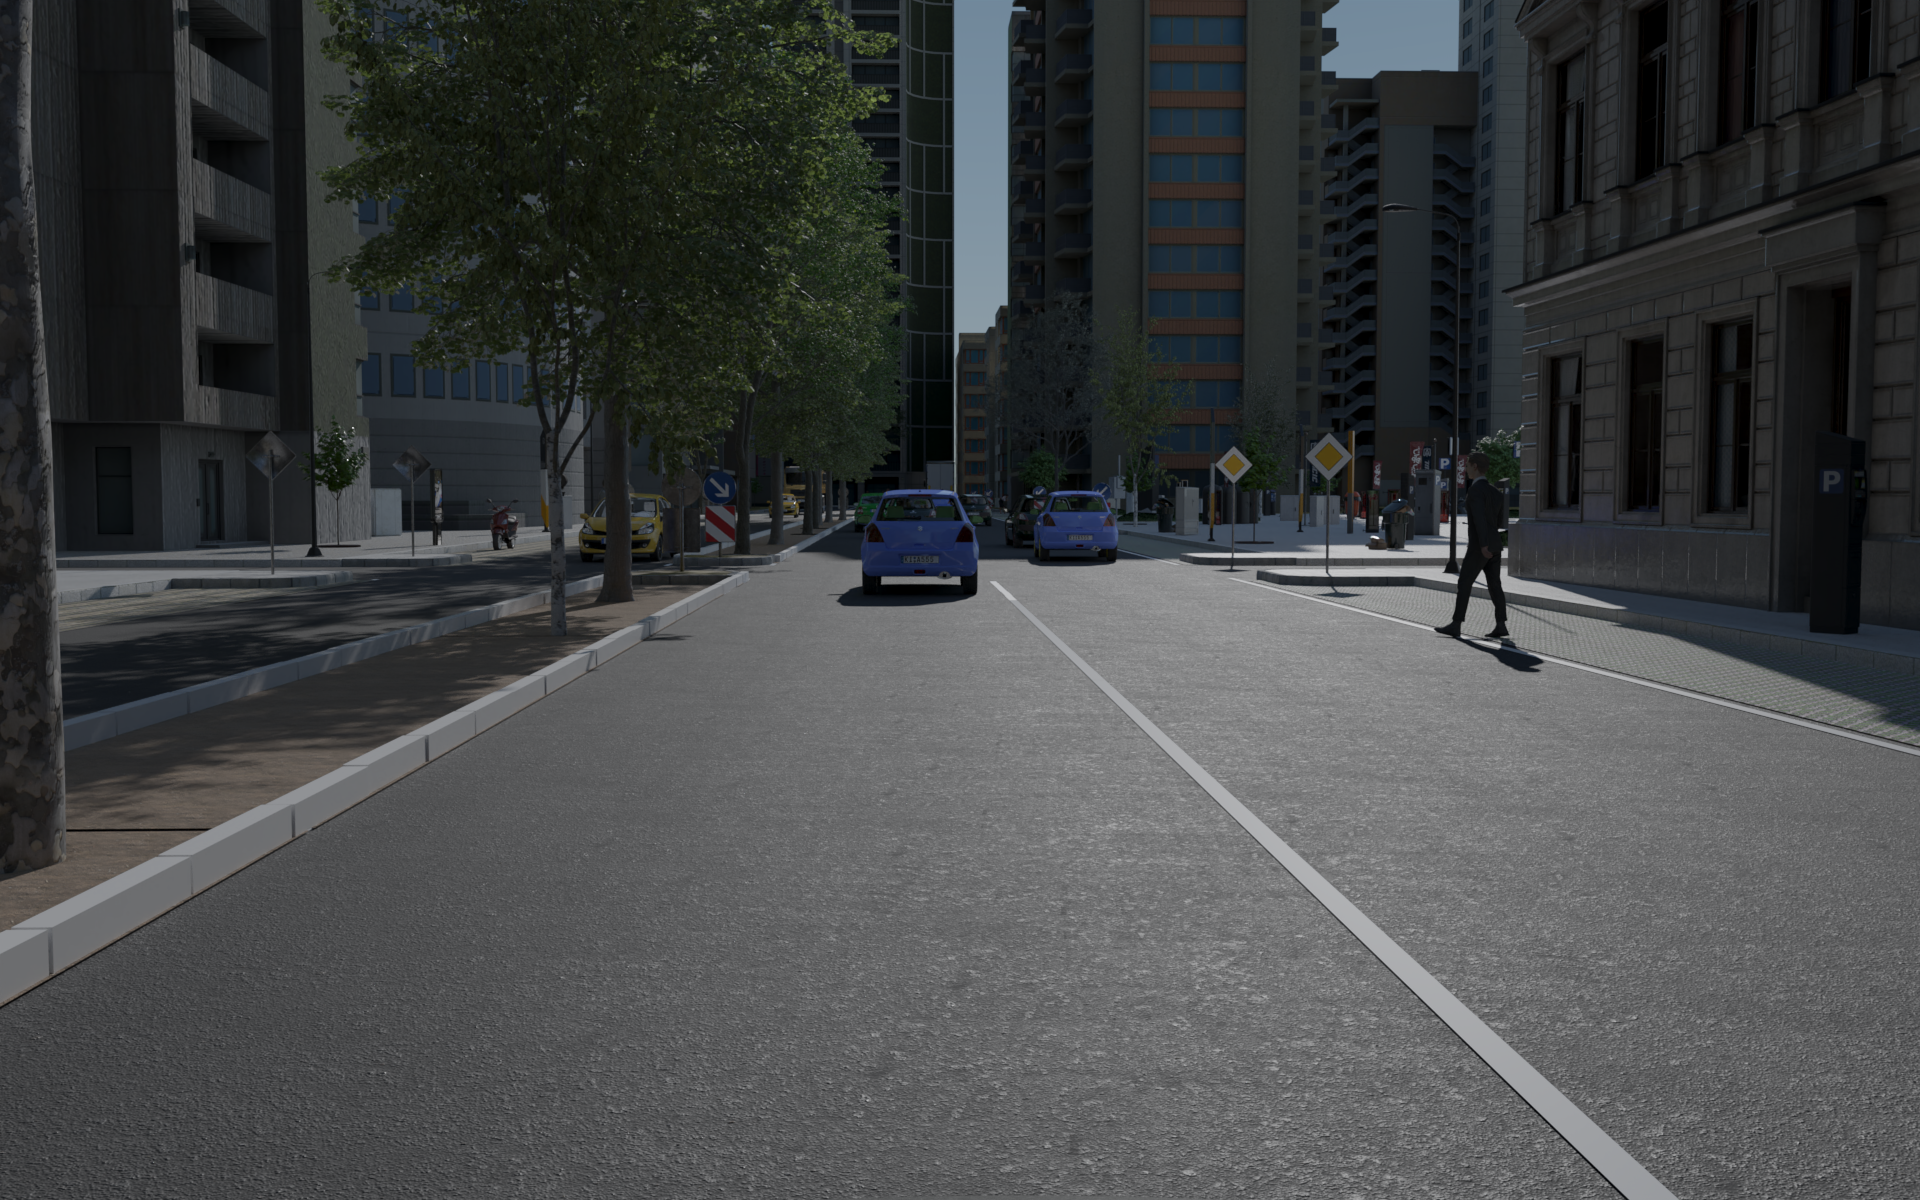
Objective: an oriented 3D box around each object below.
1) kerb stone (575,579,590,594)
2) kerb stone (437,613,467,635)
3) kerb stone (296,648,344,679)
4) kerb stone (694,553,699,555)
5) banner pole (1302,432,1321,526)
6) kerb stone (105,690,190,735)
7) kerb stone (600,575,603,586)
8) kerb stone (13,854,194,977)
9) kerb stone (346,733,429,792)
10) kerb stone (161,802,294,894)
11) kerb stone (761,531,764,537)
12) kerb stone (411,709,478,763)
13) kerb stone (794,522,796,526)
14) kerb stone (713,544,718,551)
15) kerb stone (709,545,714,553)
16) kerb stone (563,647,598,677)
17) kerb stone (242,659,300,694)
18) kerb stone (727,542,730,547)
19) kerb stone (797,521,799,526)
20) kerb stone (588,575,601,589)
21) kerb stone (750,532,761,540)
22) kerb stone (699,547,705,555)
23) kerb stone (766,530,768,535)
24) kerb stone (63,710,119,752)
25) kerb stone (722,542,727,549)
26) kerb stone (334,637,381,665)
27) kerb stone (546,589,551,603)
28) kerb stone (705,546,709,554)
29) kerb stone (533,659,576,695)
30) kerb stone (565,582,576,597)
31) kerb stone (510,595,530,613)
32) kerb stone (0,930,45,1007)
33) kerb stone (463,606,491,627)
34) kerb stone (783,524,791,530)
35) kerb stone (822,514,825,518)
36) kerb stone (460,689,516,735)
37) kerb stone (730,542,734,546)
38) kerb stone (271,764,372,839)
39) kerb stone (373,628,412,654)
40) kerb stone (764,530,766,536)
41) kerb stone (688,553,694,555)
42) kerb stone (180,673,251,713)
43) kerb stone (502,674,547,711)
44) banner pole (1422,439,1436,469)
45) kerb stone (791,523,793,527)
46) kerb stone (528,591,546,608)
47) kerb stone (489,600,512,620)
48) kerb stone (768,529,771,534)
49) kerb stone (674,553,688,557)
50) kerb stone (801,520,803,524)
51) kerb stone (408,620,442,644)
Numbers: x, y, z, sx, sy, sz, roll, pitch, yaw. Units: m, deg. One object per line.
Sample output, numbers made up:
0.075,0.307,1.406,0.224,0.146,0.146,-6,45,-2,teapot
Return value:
-5.547,-0.175,25.056,0.120,0.150,1.000,0,4,-2,kerb stone
-5.295,0.265,17.870,0.120,0.150,1.000,0,4,-2,kerb stone
-5.148,0.520,13.783,0.120,0.150,1.000,0,4,-2,kerb stone
-6.029,-1.017,38.898,0.120,0.150,1.000,0,4,-2,kerb stone
14.194,-4.893,70.019,0.863,3.779,0.401,2,4,30,banner pole
-5.046,0.702,10.711,0.120,0.150,1.000,0,4,-2,kerb stone
-5.617,-0.300,27.101,0.120,0.150,1.000,0,4,-2,kerb stone
-2.768,1.015,5.634,0.120,0.150,1.000,0,4,-2,kerb stone
-2.881,0.825,8.706,0.120,0.150,1.000,0,4,-2,kerb stone
-2.806,0.950,6.657,0.120,0.150,1.000,0,4,-2,kerb stone
-6.680,-2.147,57.302,0.120,0.150,1.000,0,4,-2,kerb stone
-2.908,0.763,9.727,0.120,0.150,1.000,0,4,-2,kerb stone
-7.286,-3.212,74.709,0.120,0.150,1.000,0,4,-2,kerb stone
-6.173,-1.272,42.987,0.120,0.150,1.000,0,4,-2,kerb stone
-6.133,-1.206,41.966,0.120,0.150,1.000,0,4,-2,kerb stone
-3.056,0.518,13.828,0.120,0.150,1.000,0,4,-2,kerb stone
-5.114,0.578,12.754,0.120,0.150,1.000,0,4,-2,kerb stone
-6.286,-1.455,46.052,0.120,0.150,1.000,0,4,-2,kerb stone
-7.354,-3.338,76.770,0.120,0.150,1.000,0,4,-2,kerb stone
-5.585,-0.237,26.077,0.120,0.150,1.000,0,4,-2,kerb stone
-6.637,-2.077,56.276,0.120,0.150,1.000,0,4,-2,kerb stone
-6.065,-1.084,39.920,0.120,0.150,1.000,0,4,-2,kerb stone
-6.749,-2.273,59.358,0.120,0.150,1.000,0,4,-2,kerb stone
-5.006,0.765,9.683,0.120,0.150,1.000,0,4,-2,kerb stone
-6.241,-1.393,45.031,0.120,0.150,1.000,0,4,-2,kerb stone
-5.187,0.452,14.804,0.120,0.150,1.000,0,4,-2,kerb stone
-5.462,-0.046,22.997,0.120,0.150,1.000,0,4,-2,kerb stone
-6.102,-1.147,40.942,0.120,0.150,1.000,0,4,-2,kerb stone
-3.014,0.580,12.800,0.120,0.150,1.000,0,4,-2,kerb stone
-5.510,-0.110,24.022,0.120,0.150,1.000,0,4,-2,kerb stone
-5.403,0.076,20.953,0.120,0.150,1.000,0,4,-2,kerb stone
-2.734,1.078,4.613,0.120,0.150,1.000,0,4,-2,kerb stone
-5.327,0.202,18.892,0.120,0.150,1.000,0,4,-2,kerb stone
-7.175,-3.024,71.644,0.120,0.150,1.000,0,4,-2,kerb stone
-8.500,-5.345,109.582,0.120,0.150,1.000,0,4,-2,kerb stone
-2.942,0.700,10.752,0.120,0.150,1.000,0,4,-2,kerb stone
-6.308,-1.517,47.080,0.120,0.150,1.000,0,4,-2,kerb stone
-2.836,0.892,7.685,0.120,0.150,1.000,0,4,-2,kerb stone
-5.229,0.390,15.827,0.120,0.150,1.000,0,4,-2,kerb stone
-6.713,-2.205,58.330,0.120,0.150,1.000,0,4,-2,kerb stone
-5.996,-0.948,37.867,0.120,0.150,1.000,0,4,-2,kerb stone
-5.072,0.640,11.733,0.120,0.150,1.000,0,4,-2,kerb stone
-2.986,0.644,11.778,0.120,0.150,1.000,0,4,-2,kerb stone
21.404,-5.436,78.903,0.401,3.779,0.863,-3,5,-44,banner pole
-7.212,-3.087,72.665,0.120,0.150,1.000,0,4,-2,kerb stone
-5.443,0.014,21.974,0.120,0.150,1.000,0,4,-2,kerb stone
-5.360,0.139,19.918,0.120,0.150,1.000,0,4,-2,kerb stone
-6.781,-2.336,60.388,0.120,0.150,1.000,0,4,-2,kerb stone
-5.964,-0.895,36.834,0.120,0.150,1.000,0,4,-2,kerb stone
-7.459,-3.526,79.838,0.120,0.150,1.000,0,4,-2,kerb stone
-5.258,0.328,16.849,0.120,0.150,1.000,0,4,-2,kerb stone
